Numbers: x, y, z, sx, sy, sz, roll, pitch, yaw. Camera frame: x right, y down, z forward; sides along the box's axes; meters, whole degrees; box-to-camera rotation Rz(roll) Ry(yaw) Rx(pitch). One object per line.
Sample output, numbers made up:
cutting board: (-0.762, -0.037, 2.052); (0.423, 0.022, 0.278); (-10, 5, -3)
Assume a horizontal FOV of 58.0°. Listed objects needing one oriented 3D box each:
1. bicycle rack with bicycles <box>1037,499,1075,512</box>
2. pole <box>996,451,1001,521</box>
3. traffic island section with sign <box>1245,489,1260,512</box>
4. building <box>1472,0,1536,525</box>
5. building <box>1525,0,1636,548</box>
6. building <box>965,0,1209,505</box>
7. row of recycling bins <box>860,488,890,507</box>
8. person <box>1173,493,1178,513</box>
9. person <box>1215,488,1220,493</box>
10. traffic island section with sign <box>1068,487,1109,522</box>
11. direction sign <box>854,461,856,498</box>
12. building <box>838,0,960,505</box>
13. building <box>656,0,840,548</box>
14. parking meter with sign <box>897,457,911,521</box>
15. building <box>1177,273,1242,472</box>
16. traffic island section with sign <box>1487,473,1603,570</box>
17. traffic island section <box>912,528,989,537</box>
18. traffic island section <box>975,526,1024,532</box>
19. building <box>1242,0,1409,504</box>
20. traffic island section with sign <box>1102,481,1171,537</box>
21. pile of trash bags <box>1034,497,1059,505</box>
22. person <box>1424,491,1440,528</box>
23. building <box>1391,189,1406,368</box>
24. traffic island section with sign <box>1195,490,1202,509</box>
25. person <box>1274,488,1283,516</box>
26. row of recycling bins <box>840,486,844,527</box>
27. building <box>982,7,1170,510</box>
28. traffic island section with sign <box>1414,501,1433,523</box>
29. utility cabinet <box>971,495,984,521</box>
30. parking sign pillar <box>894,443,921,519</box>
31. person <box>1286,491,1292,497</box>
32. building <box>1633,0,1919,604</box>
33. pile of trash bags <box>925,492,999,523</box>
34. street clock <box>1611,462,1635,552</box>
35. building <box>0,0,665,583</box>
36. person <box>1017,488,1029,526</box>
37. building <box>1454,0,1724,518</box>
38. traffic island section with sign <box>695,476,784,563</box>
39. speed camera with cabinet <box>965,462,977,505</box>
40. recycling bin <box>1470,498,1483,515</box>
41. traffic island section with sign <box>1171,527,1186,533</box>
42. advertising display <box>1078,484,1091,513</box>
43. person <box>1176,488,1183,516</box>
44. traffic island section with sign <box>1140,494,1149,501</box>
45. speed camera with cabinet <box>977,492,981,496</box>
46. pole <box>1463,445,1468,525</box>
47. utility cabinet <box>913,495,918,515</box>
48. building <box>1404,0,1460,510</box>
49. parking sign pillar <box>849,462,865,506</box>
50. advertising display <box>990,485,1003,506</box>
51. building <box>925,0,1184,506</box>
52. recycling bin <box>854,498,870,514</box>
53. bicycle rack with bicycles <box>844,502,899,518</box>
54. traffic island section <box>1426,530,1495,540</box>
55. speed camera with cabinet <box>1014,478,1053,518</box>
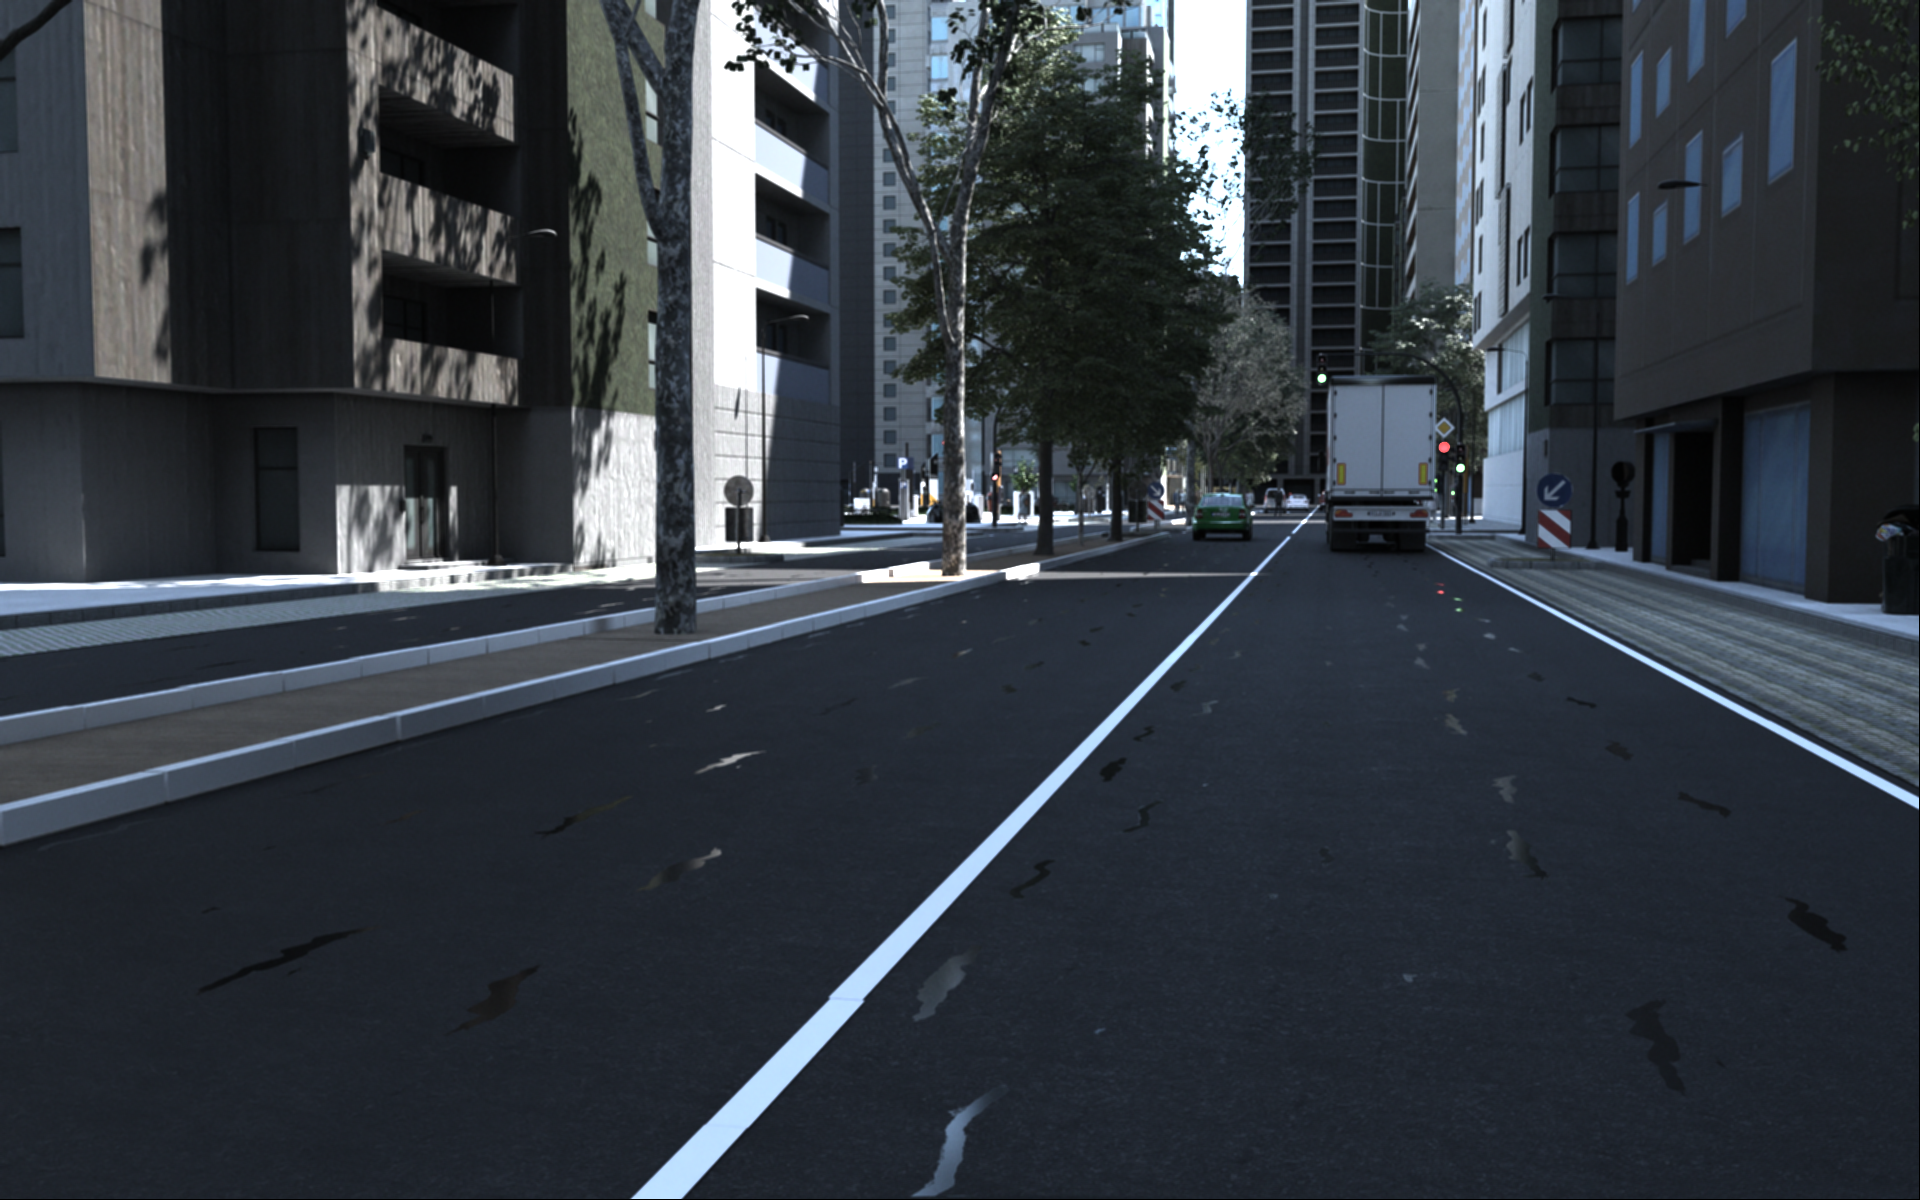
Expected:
bicycle rack with bicycles: (6.903, -6.619, 121.608); (2.925, 0.926, 2.852); (0, 4, 5)
pole: (1.814, -5.366, 81.576); (0.158, 3.312, 0.155); (0, 3, 0)
traffic island section with sign: (23.124, -7.977, 138.554); (2.006, 1.907, 1.989); (1, 4, 12)
building: (36.151, -29.531, 72.064); (27.495, 52.752, 28.713); (1, 4, 12)
building: (22.495, -16.790, 46.214); (14.160, 30.474, 14.107); (1, 4, 12)
building: (13.643, -54.655, 206.284); (31.000, 86.520, 22.319); (1, 4, 12)
row of recycling bins: (-6.004, -7.053, 122.433); (1.069, 1.692, 3.534); (-2, 4, -31)
person: (16.483, -7.528, 131.761); (0.721, 1.800, 0.419); (-3, 5, -40)
person: (15.790, -5.940, 105.804); (0.709, 1.800, 0.728); (2, 4, 28)
traffic island section with sign: (6.789, -5.021, 90.722); (1.989, 1.847, 2.006); (1, 4, 12)
direction sign: (-7.327, -7.857, 120.459); (0.379, 3.537, 0.876); (-1, 4, -10)
building: (-11.748, -47.305, 211.694); (20.611, 71.187, 20.563); (1, 4, 12)
building: (-18.363, -31.119, 50.801); (28.212, 58.520, 21.231); (1, 4, 12)
parking meter with sign: (-2.658, -5.311, 83.098); (0.543, 3.016, 1.738); (0, 4, 4)
building: (30.128, -28.041, 230.179); (14.107, 30.474, 14.160); (1, 4, 12)
traffic island section with sign: (11.312, -1.527, 33.595); (1.989, 1.847, 2.006); (1, 4, 12)
traffic island section: (-0.359, -2.240, 58.912); (2.009, 0.180, 2.903); (1, 4, 12)
traffic island section: (1.311, -2.718, 66.721); (2.009, 0.180, 2.903); (1, 4, 12)
building: (48.196, -48.337, 228.557); (20.611, 71.187, 20.563); (1, 4, 12)
traffic island section with sign: (5.862, -3.039, 57.827); (2.006, 1.907, 1.989); (1, 4, 12)
pile of trash bags: (6.642, -7.549, 133.179); (1.912, 1.369, 3.447); (0, 4, -4)
person: (18.039, -3.527, 66.045); (0.514, 1.842, 0.818); (-2, 4, -31)
building: (48.826, -24.037, 164.709); (14.160, 30.474, 14.107); (1, 4, 12)
traffic island section with sign: (22.921, -9.636, 166.170); (1.989, 1.847, 2.006); (1, 4, 12)
person: (20.710, -6.391, 112.775); (0.659, 1.850, 0.755); (-1, 4, -12)
row of recycling bins: (-5.528, -3.797, 69.200); (1.069, 1.692, 3.534); (-2, 4, -24)
building: (10.138, -28.424, 148.331); (14.154, 41.232, 14.086); (1, 4, 12)
traffic island section with sign: (22.851, -4.826, 87.535); (1.989, 1.847, 2.006); (1, 4, 12)
utility cabinet: (0.909, -4.459, 84.068); (0.306, 1.237, 1.020); (-1, 4, -11)
parking sign pillar: (-2.800, -6.298, 91.441); (1.447, 3.967, 1.447); (-1, 4, -14)
person: (38.737, -11.938, 203.618); (1.348, 1.831, 0.705); (0, 4, -3)
building: (17.982, -22.875, 24.111); (14.600, 45.320, 14.200); (1, 4, 12)
pile of trash bags: (0.266, -4.098, 76.760); (3.447, 1.369, 1.912); (-2, 4, -32)
street clock: (14.777, -2.083, 38.630); (0.358, 2.002, 0.471); (-2, 4, -31)
building: (-14.417, -15.823, 30.407); (14.160, 30.474, 14.107); (1, 4, 12)
person: (2.792, -4.087, 76.325); (0.522, 1.701, 0.512); (2, 4, 34)
building: (39.965, -28.293, 112.698); (14.600, 45.320, 14.200); (1, 4, 12)
traffic island section with sign: (-4.809, -1.705, 36.505); (1.989, 1.847, 2.006); (1, 4, 12)
speed camera with cabinet: (0.324, -6.741, 104.551); (0.660, 3.252, 2.038); (1, 4, 12)
recycling bin: (31.770, -5.736, 106.337); (0.722, 1.027, 0.722); (0, 4, 6)
traffic island section with sign: (7.420, -3.482, 65.069); (2.006, 1.907, 1.989); (1, 4, 12)
advertising display: (8.267, -6.716, 115.015); (0.974, 1.923, 0.123); (2, 4, 32)
person: (14.178, -6.312, 111.885); (0.526, 1.800, 0.537); (2, 4, 32)
traffic island section with sign: (12.574, -6.675, 117.768); (1.989, 1.847, 2.006); (1, 4, 12)
speed camera with cabinet: (1.155, -9.037, 142.089); (0.660, 3.252, 2.038); (1, 4, 20)
pole: (21.132, -4.804, 72.391); (0.158, 3.312, 0.155); (0, 3, 0)
utility cabinet: (-2.848, -5.149, 95.355); (1.020, 1.237, 0.306); (1, 4, 18)
building: (48.916, -31.927, 145.711); (21.300, 48.544, 21.600); (1, 4, 12)
parking sign pillar: (-8.594, -9.561, 144.786); (1.447, 3.967, 1.447); (-1, 4, -13)
advertising display: (2.639, -7.279, 124.217); (0.974, 1.923, 0.123); (-2, 4, -23)
building: (9.613, -33.731, 171.108); (23.786, 49.044, 30.456); (1, 4, 12)
recycling bin: (-5.902, -5.595, 104.037); (0.722, 1.027, 0.722); (-2, 4, -33)
bicycle rack with bicycles: (-4.128, -3.874, 76.724); (2.925, 0.926, 2.852); (-1, 4, -17)
traffic island section: (15.964, -2.027, 55.429); (2.009, 0.180, 2.903); (1, 4, 12)
speed camera with cabinet: (3.931, -6.024, 92.832); (2.038, 3.252, 0.660); (-1, 4, -15)
